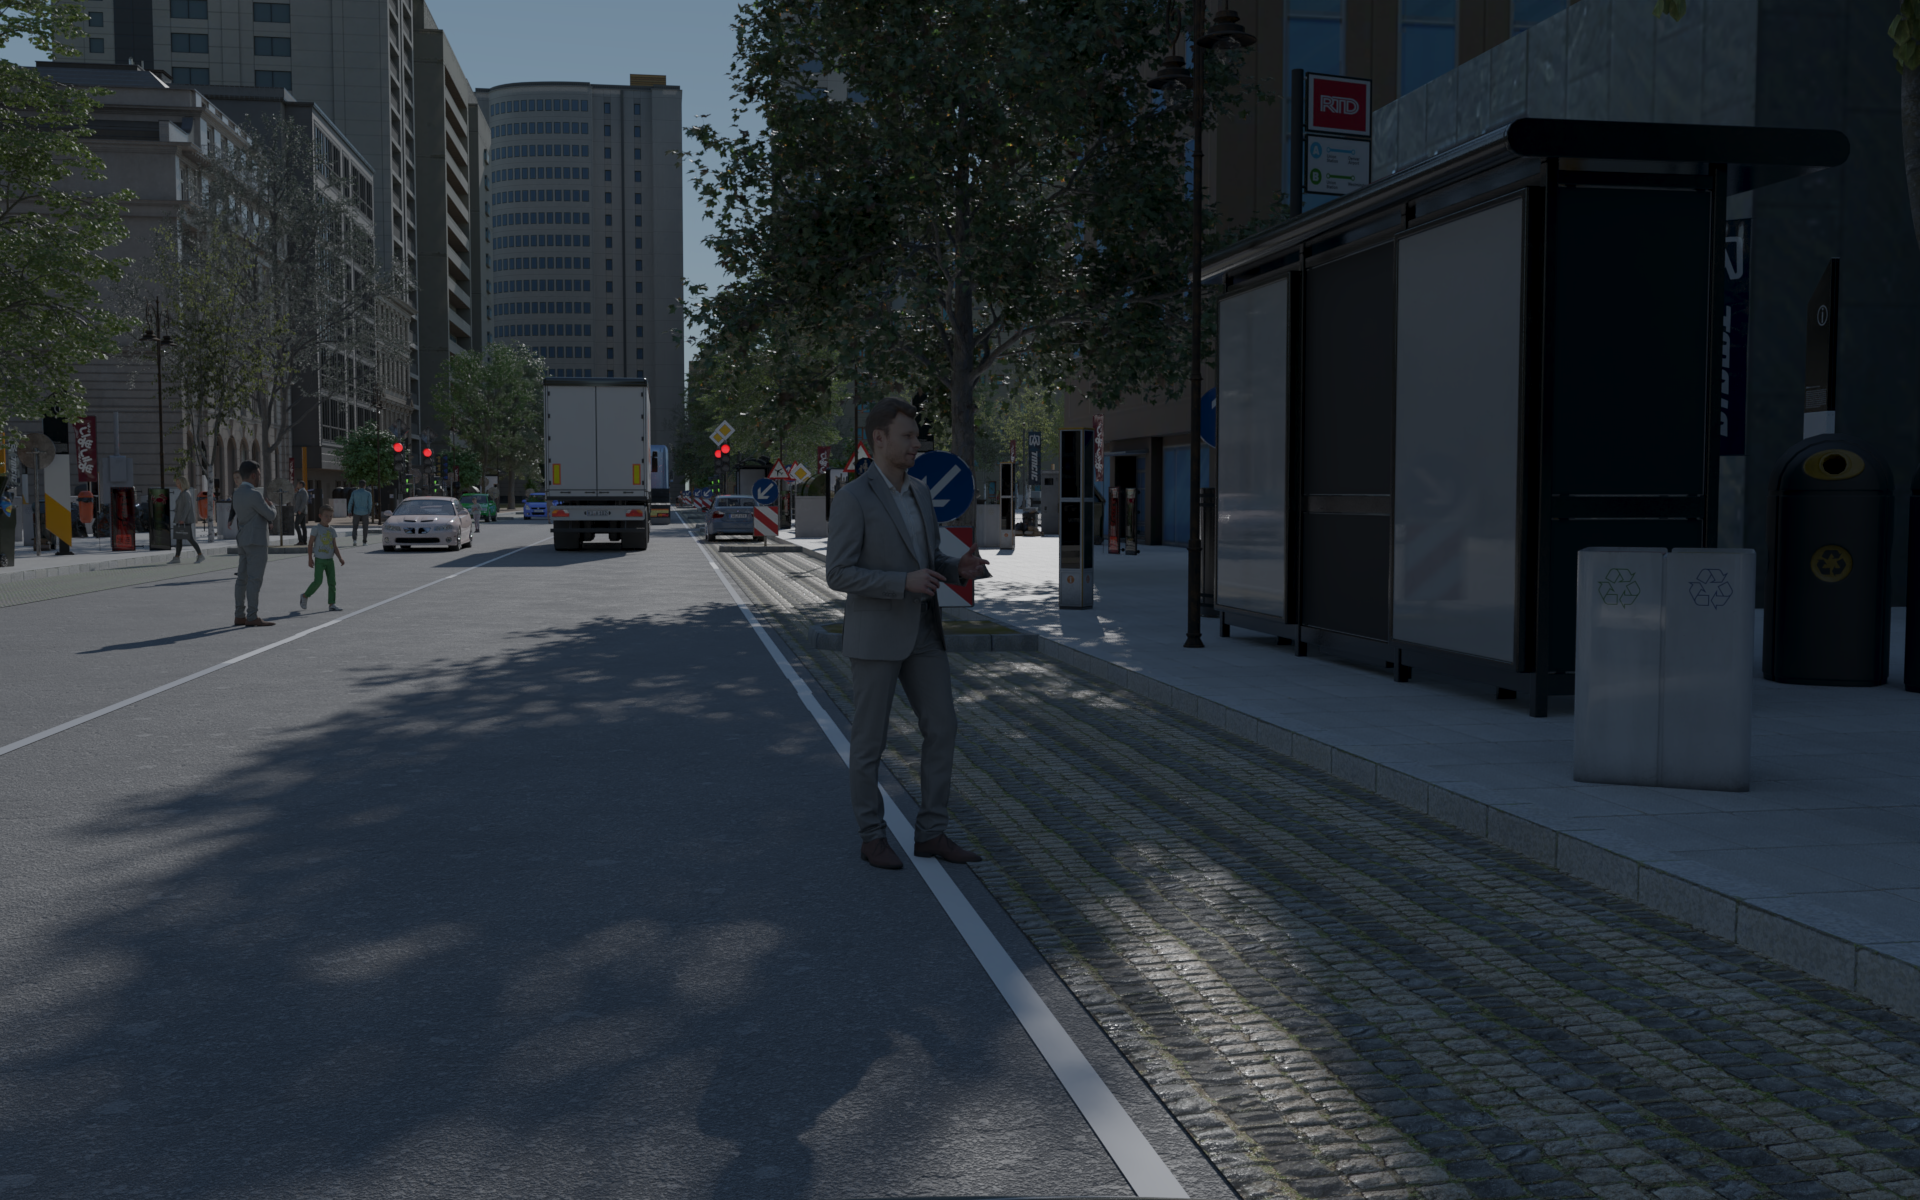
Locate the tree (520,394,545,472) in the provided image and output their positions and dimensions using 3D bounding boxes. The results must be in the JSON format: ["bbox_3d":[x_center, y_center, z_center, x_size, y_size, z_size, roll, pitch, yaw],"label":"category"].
[{"bbox_3d":[-44.528,-17.024,188.718,12.009,13.543,11.850,0,3,0],"label":"tree"}]

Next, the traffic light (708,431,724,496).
[{"bbox_3d":[-10.254,-5.170,73.458,0.839,4.253,0.868,-1,4,-10],"label":"traffic light"}]

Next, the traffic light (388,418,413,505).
[{"bbox_3d":[-20.543,-4.566,63.582,0.839,4.253,0.868,-1,4,-10],"label":"traffic light"}]

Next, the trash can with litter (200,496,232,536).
[{"bbox_3d":[-22.186,-2.587,53.353,2.233,1.210,1.678,-1,4,-22],"label":"trash can with litter"}]

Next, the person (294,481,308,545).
[{"bbox_3d":[-18.399,-2.423,48.295,0.473,1.802,0.592,0,4,-5],"label":"person"}]

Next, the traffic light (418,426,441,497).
[{"bbox_3d":[-21.893,-5.048,71.452,0.839,4.253,0.868,-1,4,-10],"label":"traffic light"}]

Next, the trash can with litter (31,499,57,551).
[{"bbox_3d":[-20.767,-1.712,39.375,0.624,1.170,1.055,-1,4,-23],"label":"trash can with litter"}]

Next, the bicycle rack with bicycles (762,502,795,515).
[{"bbox_3d":[-8.340,-4.017,79.062,2.852,0.926,2.925,-1,4,-15],"label":"bicycle rack with bicycles"}]

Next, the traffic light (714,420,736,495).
[{"bbox_3d":[-8.904,-4.689,65.587,0.839,4.253,0.868,-1,4,-10],"label":"traffic light"}]

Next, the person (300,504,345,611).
[{"bbox_3d":[-7.843,-0.521,21.271,0.590,1.304,0.306,1,4,19],"label":"person"}]

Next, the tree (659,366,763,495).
[{"bbox_3d":[-18.015,-13.682,134.063,12.009,13.543,11.850,0,3,0],"label":"tree"}]

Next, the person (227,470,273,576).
[{"bbox_3d":[-12.325,-1.317,29.812,0.659,1.850,0.755,1,4,19],"label":"person"}]

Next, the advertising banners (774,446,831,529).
[{"bbox_3d":[-5.696,-4.096,63.163,2.074,3.025,0.090,1,4,11],"label":"advertising banners"}]

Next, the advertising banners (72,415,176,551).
[{"bbox_3d":[-18.782,-2.611,38.884,2.074,3.025,0.090,-2,4,-33],"label":"advertising banners"}]

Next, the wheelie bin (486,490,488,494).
[{"bbox_3d":[-34.767,-7.362,128.281,0.980,1.594,0.693,0,4,7],"label":"wheelie bin"}]

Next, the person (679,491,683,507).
[{"bbox_3d":[-28.713,-10.339,178.093,0.434,1.755,0.990,0,4,5],"label":"person"}]

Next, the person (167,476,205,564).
[{"bbox_3d":[-15.869,-1.640,35.496,0.728,1.800,0.709,-2,4,-32],"label":"person"}]

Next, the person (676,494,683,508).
[{"bbox_3d":[-28.534,-10.058,176.139,0.628,1.438,0.799,2,4,30],"label":"person"}]

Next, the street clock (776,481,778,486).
[{"bbox_3d":[-9.138,-5.136,88.544,0.471,2.002,0.358,-1,4,-21],"label":"street clock"}]

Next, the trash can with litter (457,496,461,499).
[{"bbox_3d":[-32.502,-6.216,113.024,0.624,1.170,1.055,-1,4,-21],"label":"trash can with litter"}]

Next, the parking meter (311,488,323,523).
[{"bbox_3d":[-28.881,-4.256,78.003,0.372,1.533,0.369,0,3,0],"label":"parking meter"}]

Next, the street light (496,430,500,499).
[{"bbox_3d":[-32.645,-9.146,122.328,0.468,5.910,1.993,-1,4,-10],"label":"street light"}]

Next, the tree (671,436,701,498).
[{"bbox_3d":[-31.705,-16.816,209.346,8.767,10.594,7.601,3,5,40],"label":"tree"}]

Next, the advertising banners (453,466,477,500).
[{"bbox_3d":[-30.218,-6.706,105.828,2.074,3.025,0.090,2,4,30],"label":"advertising banners"}]

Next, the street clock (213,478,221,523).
[{"bbox_3d":[-33.438,-4.490,77.975,0.358,2.002,0.471,-1,4,-21],"label":"street clock"}]

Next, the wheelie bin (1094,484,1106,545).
[{"bbox_3d":[3.324,-2.193,43.771,0.693,1.594,0.980,1,4,9],"label":"wheelie bin"}]

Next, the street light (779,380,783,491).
[{"bbox_3d":[-6.718,-5.643,65.053,0.468,5.910,1.993,-1,4,-10],"label":"street light"}]

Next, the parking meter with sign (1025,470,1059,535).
[{"bbox_3d":[2.925,-3.580,54.789,1.738,3.016,0.543,1,4,16],"label":"parking meter with sign"}]

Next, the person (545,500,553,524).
[{"bbox_3d":[-19.502,-4.510,82.573,0.599,1.781,0.374,3,5,39],"label":"person"}]

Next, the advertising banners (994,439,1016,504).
[{"bbox_3d":[1.470,-3.676,56.283,0.090,3.025,2.074,-1,4,-16],"label":"advertising banners"}]

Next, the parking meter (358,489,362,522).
[{"bbox_3d":[-30.147,-4.810,87.055,0.372,1.533,0.369,0,3,0],"label":"parking meter"}]

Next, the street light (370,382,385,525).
[{"bbox_3d":[-23.959,-6.028,71.347,0.468,5.910,1.993,-1,4,-10],"label":"street light"}]

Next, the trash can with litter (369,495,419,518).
[{"bbox_3d":[-30.697,-5.027,93.244,2.233,1.210,1.678,1,4,8],"label":"trash can with litter"}]

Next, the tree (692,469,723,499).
[{"bbox_3d":[-24.169,-11.236,167.415,4.285,4.588,4.351,0,3,0],"label":"tree"}]

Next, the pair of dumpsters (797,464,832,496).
[{"bbox_3d":[-4.606,-3.454,58.971,1.574,2.255,4.437,-1,4,-10],"label":"pair of dumpsters"}]

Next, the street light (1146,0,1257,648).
[{"bbox_3d":[1.960,-2.541,14.331,0.468,5.910,1.993,-1,4,-10],"label":"street light"}]

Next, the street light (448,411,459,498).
[{"bbox_3d":[-28.320,-7.597,96.991,0.468,5.910,1.993,-1,4,-10],"label":"street light"}]

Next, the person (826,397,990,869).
[{"bbox_3d":[-0.188,0.126,6.632,0.583,1.804,0.606,2,4,35],"label":"person"}]

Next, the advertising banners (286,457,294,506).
[{"bbox_3d":[-32.413,-5.318,83.139,2.074,3.025,0.090,3,5,43],"label":"advertising banners"}]

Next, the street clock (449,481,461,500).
[{"bbox_3d":[-27.821,-5.577,95.748,0.358,2.002,0.471,1,4,19],"label":"street clock"}]

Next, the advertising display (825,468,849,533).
[{"bbox_3d":[-3.030,-2.302,42.844,0.123,1.923,0.974,2,4,25],"label":"advertising display"}]

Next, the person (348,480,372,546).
[{"bbox_3d":[-16.584,-2.406,47.855,0.660,1.820,0.620,-1,4,-12],"label":"person"}]

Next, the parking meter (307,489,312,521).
[{"bbox_3d":[-30.639,-4.488,81.795,0.372,1.533,0.369,0,3,0],"label":"parking meter"}]

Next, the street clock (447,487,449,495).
[{"bbox_3d":[-39.870,-7.990,135.214,0.358,2.002,0.471,0,4,5],"label":"street clock"}]

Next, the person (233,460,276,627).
[{"bbox_3d":[-7.657,-0.623,18.871,0.511,1.800,0.466,2,4,29],"label":"person"}]

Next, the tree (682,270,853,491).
[{"bbox_3d":[-8.454,-9.969,81.118,7.486,12.596,7.792,0,3,0],"label":"tree"}]

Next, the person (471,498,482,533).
[{"bbox_3d":[-17.970,-3.155,64.360,0.425,1.301,0.394,0,4,-2],"label":"person"}]

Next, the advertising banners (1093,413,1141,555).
[{"bbox_3d":[3.312,-2.495,36.981,0.090,3.025,2.074,-1,4,-23],"label":"advertising banners"}]

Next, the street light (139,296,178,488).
[{"bbox_3d":[-18.709,-4.144,40.549,0.468,5.910,1.993,-1,4,-10],"label":"street light"}]

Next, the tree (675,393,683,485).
[{"bbox_3d":[-14.082,-11.732,109.945,7.486,12.596,7.792,0,3,0],"label":"tree"}]

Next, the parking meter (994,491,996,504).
[{"bbox_3d":[2.330,-6.075,107.744,0.372,1.533,0.369,0,3,0],"label":"parking meter"}]

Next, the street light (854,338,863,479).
[{"bbox_3d":[-2.380,-4.094,39.719,0.468,5.910,1.993,-1,4,-10],"label":"street light"}]

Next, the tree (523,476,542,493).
[{"bbox_3d":[-39.627,-10.105,159.818,1.663,3.219,1.824,0,3,0],"label":"tree"}]

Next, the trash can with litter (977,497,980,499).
[{"bbox_3d":[0.648,-6.256,113.337,2.233,1.210,1.678,0,4,6],"label":"trash can with litter"}]

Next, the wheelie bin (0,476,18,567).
[{"bbox_3d":[-17.057,-1.379,30.450,0.980,1.594,0.693,0,4,2],"label":"wheelie bin"}]

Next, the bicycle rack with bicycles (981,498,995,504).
[{"bbox_3d":[3.139,-8.375,150.312,2.852,0.926,2.925,0,4,-7],"label":"bicycle rack with bicycles"}]

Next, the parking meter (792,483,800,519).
[{"bbox_3d":[-8.312,-5.021,87.803,0.255,1.863,0.399,2,4,26],"label":"parking meter"}]

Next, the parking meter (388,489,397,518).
[{"bbox_3d":[-25.664,-4.274,78.287,0.372,1.533,0.369,0,3,0],"label":"parking meter"}]

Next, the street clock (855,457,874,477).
[{"bbox_3d":[-1.838,-1.823,34.381,0.471,2.002,0.358,0,4,4],"label":"street clock"}]
